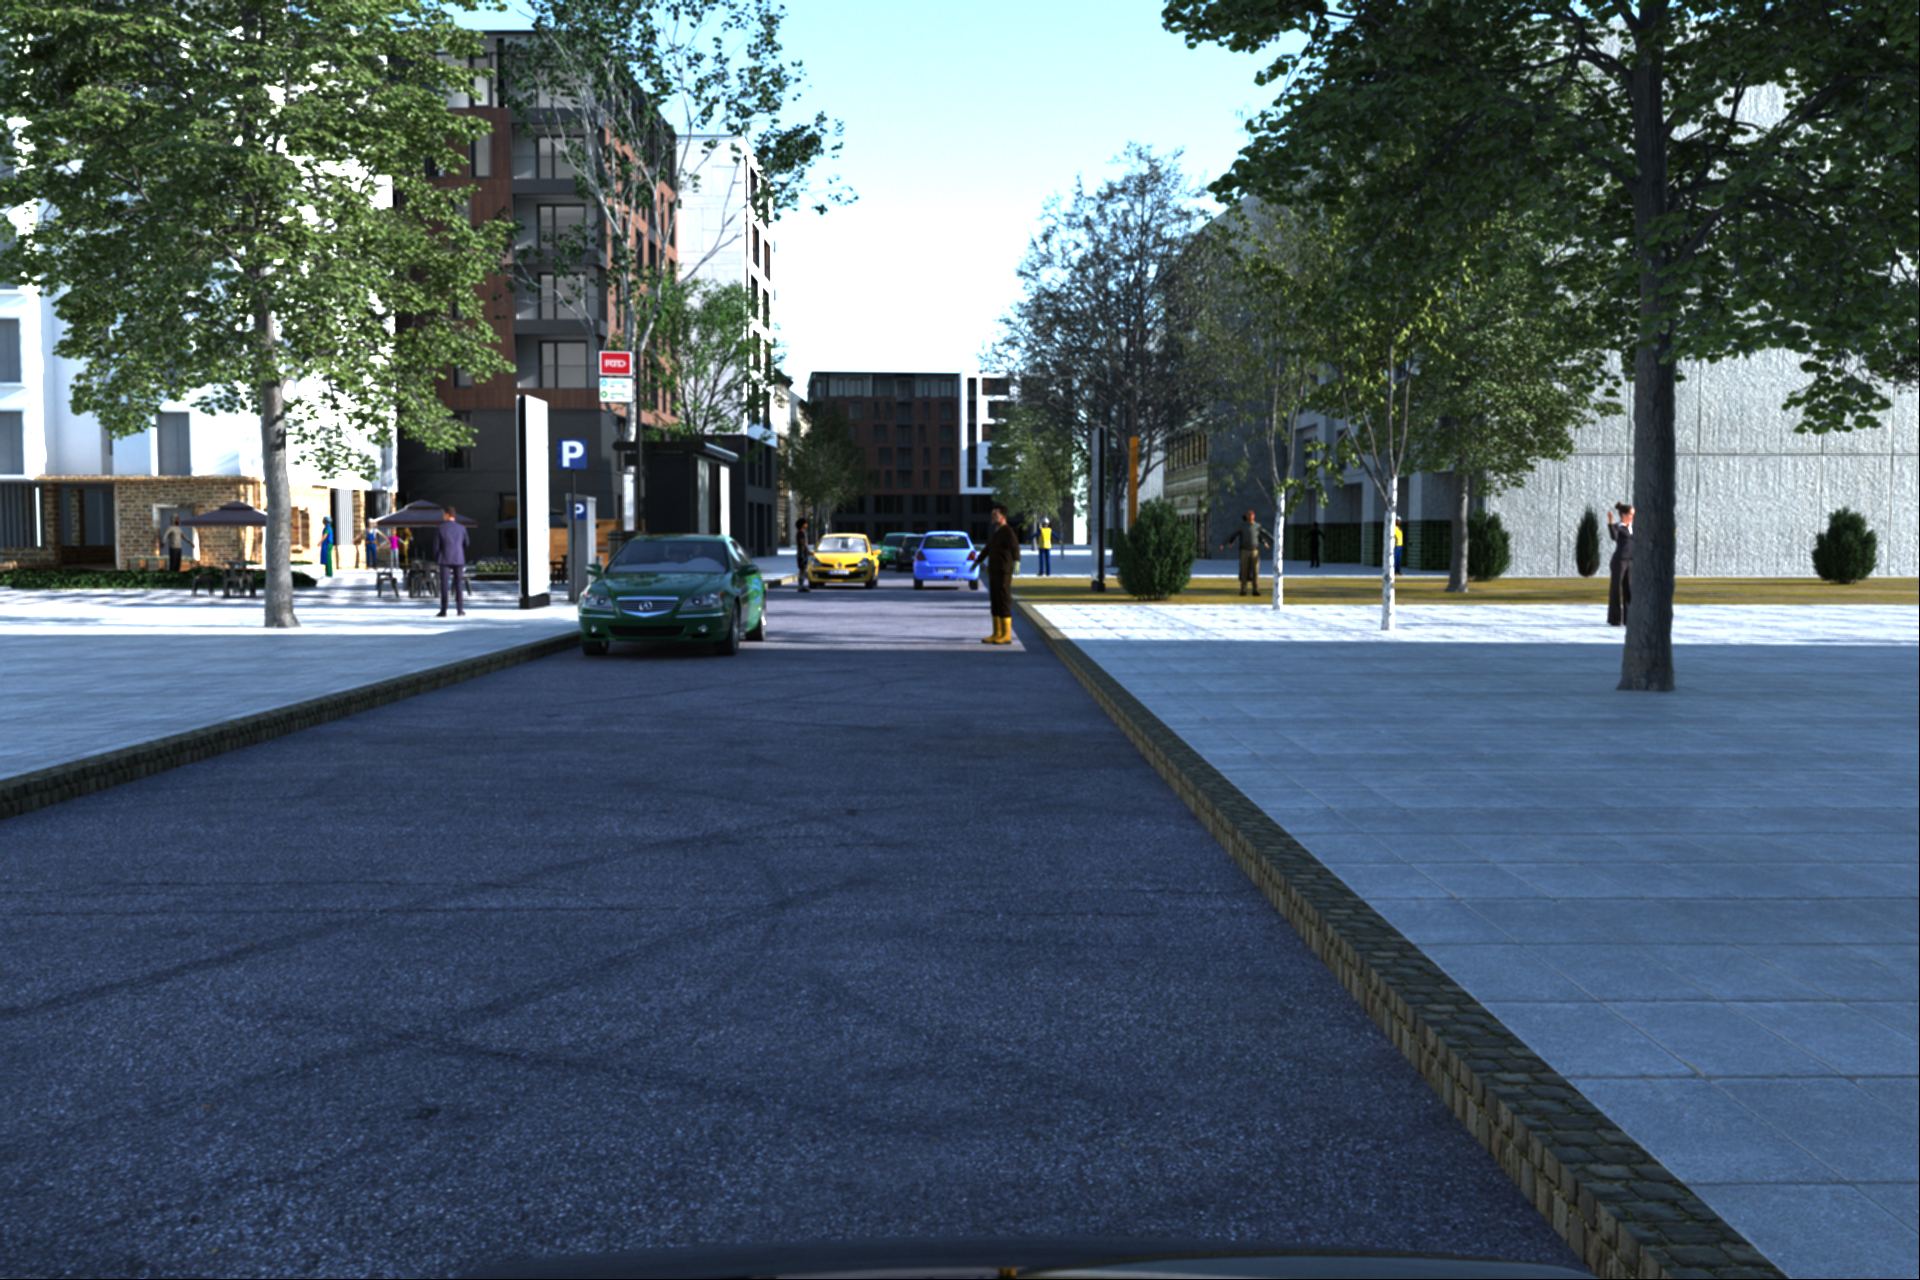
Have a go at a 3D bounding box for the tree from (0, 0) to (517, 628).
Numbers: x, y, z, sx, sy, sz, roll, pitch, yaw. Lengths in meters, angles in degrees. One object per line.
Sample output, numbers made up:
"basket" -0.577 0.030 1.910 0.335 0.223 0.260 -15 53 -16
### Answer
"tree" -9.737 -6.434 23.326 7.486 12.596 7.792 0 3 0

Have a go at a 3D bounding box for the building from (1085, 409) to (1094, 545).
"building" 24.818 -22.757 203.009 19.493 23.208 18.063 0 4 0

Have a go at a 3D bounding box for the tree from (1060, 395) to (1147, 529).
"tree" 6.211 -7.735 76.825 4.737 8.622 4.395 0 3 0

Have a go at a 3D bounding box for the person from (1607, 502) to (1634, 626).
"person" 9.227 -1.053 24.066 0.445 1.727 0.742 2 4 30

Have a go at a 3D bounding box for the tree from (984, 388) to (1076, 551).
"tree" 5.337 -12.953 129.912 7.486 12.596 7.792 0 3 0

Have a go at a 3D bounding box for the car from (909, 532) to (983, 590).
"car" -0.368 -2.200 45.562 1.945 1.707 3.694 0 4 -1

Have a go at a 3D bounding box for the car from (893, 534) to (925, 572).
"car" -1.578 -3.462 66.390 2.009 1.686 4.222 0 4 -1

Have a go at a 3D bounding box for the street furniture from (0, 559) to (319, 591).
"street furniture" -20.300 -1.558 41.097 10.072 0.657 5.734 0 4 -7

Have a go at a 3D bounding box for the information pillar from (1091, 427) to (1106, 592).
"information pillar" 3.112 -2.913 38.947 0.184 3.620 1.656 0 4 -1

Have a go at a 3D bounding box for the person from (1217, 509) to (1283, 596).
"person" 6.017 -1.814 35.930 1.348 1.796 0.705 0 4 6

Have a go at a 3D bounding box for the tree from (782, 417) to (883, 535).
"tree" -10.281 -12.403 137.200 8.767 10.594 7.601 -1 4 -10

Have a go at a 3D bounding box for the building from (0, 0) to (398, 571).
"building" -27.152 -12.162 55.267 16.016 20.090 11.380 0 4 -1

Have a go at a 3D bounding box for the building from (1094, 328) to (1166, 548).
"building" 21.776 -17.784 157.231 16.747 18.905 31.486 0 4 0

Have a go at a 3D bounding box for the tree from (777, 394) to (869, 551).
"tree" -9.796 -11.099 115.874 8.767 10.594 7.601 1 4 12

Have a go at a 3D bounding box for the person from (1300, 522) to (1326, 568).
"person" 13.456 -3.621 65.926 1.216 1.740 0.721 -2 4 -29

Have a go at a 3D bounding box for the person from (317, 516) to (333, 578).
"person" -18.520 -2.721 50.617 0.704 1.817 1.347 0 4 -8

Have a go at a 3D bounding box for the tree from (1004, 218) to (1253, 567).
"tree" 6.153 -9.571 66.853 12.009 13.543 11.850 0 3 0

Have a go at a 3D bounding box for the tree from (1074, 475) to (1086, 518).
"tree" 17.915 -17.774 225.023 7.601 10.594 8.767 0 4 5

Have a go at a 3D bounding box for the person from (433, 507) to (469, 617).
"person" -7.951 -1.231 27.084 0.541 1.710 0.530 -1 4 -20

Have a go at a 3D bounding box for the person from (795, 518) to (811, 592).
"person" -3.873 -2.093 42.820 0.704 1.843 1.345 -1 4 -11

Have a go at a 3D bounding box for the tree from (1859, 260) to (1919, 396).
"tree" 22.276 -6.172 35.327 7.601 10.594 8.767 -1 4 -10

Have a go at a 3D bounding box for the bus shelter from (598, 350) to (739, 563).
"bus shelter" -6.808 -3.848 40.554 2.179 5.291 8.768 0 4 0

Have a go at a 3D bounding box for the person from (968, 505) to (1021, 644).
"person" 0.498 -0.858 22.621 0.704 1.812 1.346 -2 4 -25

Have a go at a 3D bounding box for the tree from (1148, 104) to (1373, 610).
"tree" 5.388 -4.801 28.851 4.360 8.622 3.978 0 3 0

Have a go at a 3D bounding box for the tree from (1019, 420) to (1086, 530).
"tree" 5.257 -9.697 108.911 4.360 8.622 3.978 0 3 0

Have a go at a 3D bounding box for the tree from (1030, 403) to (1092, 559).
"tree" 5.128 -8.430 88.192 4.360 8.622 3.978 0 3 0

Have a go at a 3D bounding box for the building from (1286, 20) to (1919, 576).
"building" 24.415 -12.352 68.413 16.747 18.905 31.486 0 4 0

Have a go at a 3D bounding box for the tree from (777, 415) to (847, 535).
"tree" -9.282 -9.551 106.516 4.737 8.622 4.395 0 3 0

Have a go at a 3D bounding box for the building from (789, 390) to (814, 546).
"building" -27.301 -22.656 201.361 19.493 23.208 18.063 0 4 0

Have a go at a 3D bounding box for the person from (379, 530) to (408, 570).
"person" -19.994 -3.174 61.156 0.991 1.433 0.599 -1 4 -10

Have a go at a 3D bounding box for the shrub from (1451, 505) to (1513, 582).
"shrub" 14.118 -2.620 46.874 1.661 2.075 1.752 0 3 0

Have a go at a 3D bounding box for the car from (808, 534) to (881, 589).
"car" -3.102 -2.210 46.358 2.015 1.641 3.980 0 4 0

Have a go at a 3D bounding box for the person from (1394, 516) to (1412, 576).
"person" 13.494 -2.905 53.459 1.349 1.833 0.705 -3 5 -44

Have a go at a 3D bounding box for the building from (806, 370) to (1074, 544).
"building" -3.470 -23.335 227.965 32.646 21.610 27.936 0 4 -7

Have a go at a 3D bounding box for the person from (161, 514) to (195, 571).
"person" -20.661 -2.417 45.645 0.705 1.813 1.348 1 4 11

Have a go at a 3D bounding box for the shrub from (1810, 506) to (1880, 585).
"shrub" 22.581 -2.434 44.216 1.690 2.028 1.600 0 3 0

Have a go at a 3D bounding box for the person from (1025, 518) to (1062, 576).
"person" 2.553 -2.838 52.860 1.216 1.772 0.721 -1 4 -20

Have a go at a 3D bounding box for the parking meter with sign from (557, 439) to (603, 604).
"parking meter with sign" -7.127 -2.231 32.734 0.543 3.016 1.738 0 4 -1

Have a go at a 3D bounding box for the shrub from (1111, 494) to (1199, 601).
"shrub" 3.746 -1.786 33.245 1.661 2.075 1.752 0 3 0

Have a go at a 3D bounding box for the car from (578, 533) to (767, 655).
"car" -3.544 -0.621 21.950 2.131 1.459 4.920 0 4 0

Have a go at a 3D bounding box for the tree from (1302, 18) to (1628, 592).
"tree" 11.173 -7.352 38.336 7.486 12.596 7.792 0 3 0

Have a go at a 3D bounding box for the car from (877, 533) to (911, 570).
"car" -2.421 -3.813 71.139 1.959 1.807 4.718 0 4 -1

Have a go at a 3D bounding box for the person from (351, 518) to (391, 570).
"person" -21.114 -3.438 62.072 1.347 1.847 0.705 -1 4 -18

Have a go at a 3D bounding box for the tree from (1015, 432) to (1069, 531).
"tree" 5.531 -10.325 119.173 4.737 8.622 4.395 0 3 0

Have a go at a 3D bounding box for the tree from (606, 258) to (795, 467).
"tree" -9.933 -8.587 66.160 9.928 11.665 9.643 0 3 0

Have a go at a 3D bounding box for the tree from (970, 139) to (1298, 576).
"tree" 5.377 -8.741 53.285 12.009 13.543 11.850 0 3 0

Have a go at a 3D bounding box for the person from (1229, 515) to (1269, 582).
"person" 7.761 -2.503 46.866 0.705 1.837 1.347 -3 5 -40

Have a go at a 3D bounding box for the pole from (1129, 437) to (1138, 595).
"pole" 3.657 -2.612 36.546 0.158 3.312 0.155 0 3 0

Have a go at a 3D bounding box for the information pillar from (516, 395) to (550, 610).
"information pillar" -7.412 -2.373 30.106 0.184 3.620 1.656 0 4 -1

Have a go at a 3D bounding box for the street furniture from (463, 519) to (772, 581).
"street furniture" -11.670 -2.742 51.688 11.010 1.723 9.812 -1 4 -15

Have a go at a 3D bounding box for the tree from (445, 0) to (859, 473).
"tree" -9.526 -12.076 53.332 12.611 20.169 13.585 0 3 0

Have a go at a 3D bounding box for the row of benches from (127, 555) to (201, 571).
"row of benches" -23.176 -2.132 50.315 1.422 0.672 4.104 -3 5 -45

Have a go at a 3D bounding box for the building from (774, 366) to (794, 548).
"building" -26.304 -20.344 163.554 19.493 23.208 18.063 0 4 1

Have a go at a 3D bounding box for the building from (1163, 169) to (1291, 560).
"building" 21.568 -16.131 94.675 19.493 23.208 18.063 0 4 0

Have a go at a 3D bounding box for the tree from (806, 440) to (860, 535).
"tree" -10.192 -10.936 129.163 4.360 8.622 3.978 0 3 0

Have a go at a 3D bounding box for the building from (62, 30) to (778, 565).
"building" -25.018 -14.863 86.986 27.936 21.610 32.646 0 4 1

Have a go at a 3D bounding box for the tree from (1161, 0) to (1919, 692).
"tree" 5.575 -5.886 14.361 7.486 12.596 7.792 0 3 0

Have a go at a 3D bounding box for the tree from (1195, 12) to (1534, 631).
"tree" 5.584 -4.446 23.049 4.737 8.622 4.395 0 3 0

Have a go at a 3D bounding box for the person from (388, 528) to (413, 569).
"person" -20.663 -3.570 64.139 1.354 1.858 0.705 2 4 34
